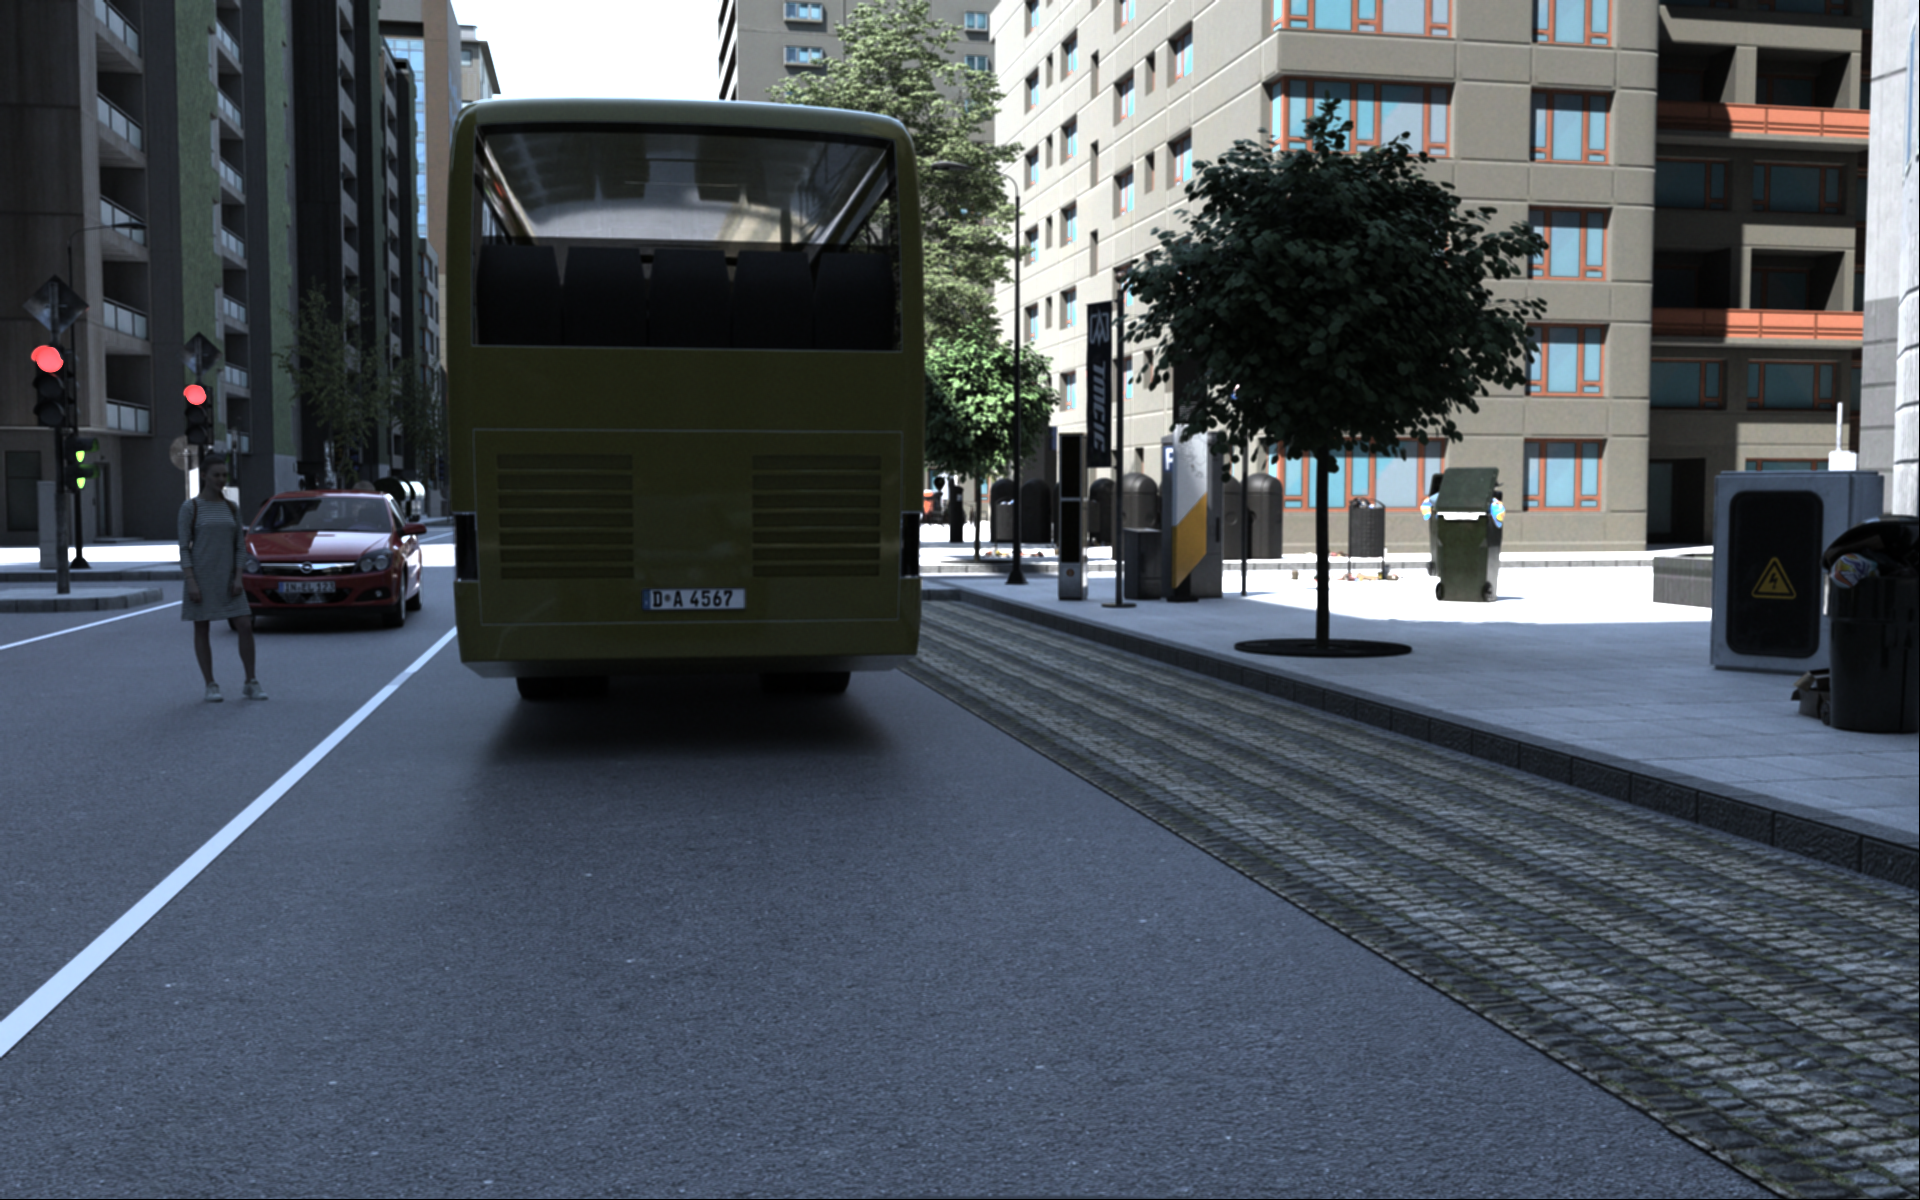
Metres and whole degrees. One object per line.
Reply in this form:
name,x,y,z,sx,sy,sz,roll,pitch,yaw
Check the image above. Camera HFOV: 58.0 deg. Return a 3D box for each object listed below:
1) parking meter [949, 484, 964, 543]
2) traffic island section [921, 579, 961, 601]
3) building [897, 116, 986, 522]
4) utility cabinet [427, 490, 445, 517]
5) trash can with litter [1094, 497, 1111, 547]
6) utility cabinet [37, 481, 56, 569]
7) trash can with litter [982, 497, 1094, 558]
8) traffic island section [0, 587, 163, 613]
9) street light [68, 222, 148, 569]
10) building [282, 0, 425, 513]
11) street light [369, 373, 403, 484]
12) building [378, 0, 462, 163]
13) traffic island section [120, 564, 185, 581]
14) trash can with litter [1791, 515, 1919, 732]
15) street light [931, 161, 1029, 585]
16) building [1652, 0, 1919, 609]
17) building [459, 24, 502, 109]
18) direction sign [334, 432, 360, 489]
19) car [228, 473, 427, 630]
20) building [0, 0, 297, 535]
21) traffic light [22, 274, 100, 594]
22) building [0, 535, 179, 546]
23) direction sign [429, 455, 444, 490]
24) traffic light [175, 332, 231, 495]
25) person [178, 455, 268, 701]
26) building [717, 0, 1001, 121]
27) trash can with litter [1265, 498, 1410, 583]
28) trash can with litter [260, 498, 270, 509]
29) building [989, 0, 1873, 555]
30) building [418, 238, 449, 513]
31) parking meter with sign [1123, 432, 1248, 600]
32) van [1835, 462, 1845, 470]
parking meter,-0.096,-2.284,45.749,0.372,1.533,0.369,0,3,0
traffic island section,-1.250,-0.132,24.434,2.009,0.180,2.903,-1,4,-12
building,4.672,-15.339,95.832,27.650,21.520,28.899,-1,4,-12
utility cabinet,-28.487,-5.242,94.392,0.318,1.500,1.173,3,4,37
trash can with litter,2.853,-1.911,42.294,2.233,1.210,1.678,-3,4,-38
utility cabinet,-15.640,-1.297,29.882,0.318,1.500,1.173,-1,4,-21
trash can with litter,1.393,-1.516,35.839,2.233,1.210,1.678,-1,4,-14
traffic island section,-11.580,-0.003,22.335,2.009,0.180,2.903,-1,4,-12
street light,-14.571,-3.492,29.631,1.470,5.913,1.316,-1,4,-12
building,-41.839,-20.599,108.503,14.160,30.474,14.107,-1,4,-12
street light,-22.135,-5.758,66.690,1.470,5.913,1.316,-1,4,-12
building,-50.653,-30.581,150.112,14.600,45.320,14.200,-1,4,-12
traffic island section,-13.179,-0.482,30.159,2.009,0.180,2.903,-1,4,-12
trash can with litter,4.960,0.106,9.661,0.624,1.170,1.055,0,4,2
street light,0.279,-3.174,24.443,1.470,5.913,1.316,-1,4,-12
building,19.804,-28.612,9.813,21.231,58.520,28.212,-1,4,-12
building,-67.393,-37.210,197.628,28.713,52.752,27.495,-1,4,-12
direction sign,-22.411,-4.363,63.333,0.876,3.537,0.379,-1,4,-8
car,-7.192,-0.659,19.808,2.155,1.783,4.494,-1,4,-13
building,-33.926,-23.327,64.994,14.154,41.232,14.086,-1,4,-12
traffic light,-11.538,-2.036,22.209,0.839,4.253,0.868,-1,4,-12
building,-27.915,-22.026,43.719,14.154,41.232,14.086,-1,4,-12
direction sign,-30.568,-6.682,101.251,0.876,3.537,0.379,1,4,9
traffic light,-13.138,-2.514,30.032,0.839,4.253,0.868,-1,4,-12
person,-5.172,-0.155,12.033,0.522,1.701,0.512,3,5,41
building,-6.971,-31.073,131.747,21.300,48.544,21.600,-1,4,-12
trash can with litter,5.649,-0.904,25.830,2.233,1.210,1.678,0,4,1
trash can with litter,-20.369,-2.413,50.844,0.624,1.170,1.055,-3,5,-43
building,17.983,-12.673,52.240,28.899,21.520,27.650,-1,4,-12
building,-52.396,-17.339,128.531,27.650,21.520,28.899,-1,4,-12
parking meter with sign,2.851,-1.536,21.376,1.738,3.016,0.543,-2,4,-28
van,16.384,-1.541,32.209,4.112,2.044,2.013,-1,4,-12
